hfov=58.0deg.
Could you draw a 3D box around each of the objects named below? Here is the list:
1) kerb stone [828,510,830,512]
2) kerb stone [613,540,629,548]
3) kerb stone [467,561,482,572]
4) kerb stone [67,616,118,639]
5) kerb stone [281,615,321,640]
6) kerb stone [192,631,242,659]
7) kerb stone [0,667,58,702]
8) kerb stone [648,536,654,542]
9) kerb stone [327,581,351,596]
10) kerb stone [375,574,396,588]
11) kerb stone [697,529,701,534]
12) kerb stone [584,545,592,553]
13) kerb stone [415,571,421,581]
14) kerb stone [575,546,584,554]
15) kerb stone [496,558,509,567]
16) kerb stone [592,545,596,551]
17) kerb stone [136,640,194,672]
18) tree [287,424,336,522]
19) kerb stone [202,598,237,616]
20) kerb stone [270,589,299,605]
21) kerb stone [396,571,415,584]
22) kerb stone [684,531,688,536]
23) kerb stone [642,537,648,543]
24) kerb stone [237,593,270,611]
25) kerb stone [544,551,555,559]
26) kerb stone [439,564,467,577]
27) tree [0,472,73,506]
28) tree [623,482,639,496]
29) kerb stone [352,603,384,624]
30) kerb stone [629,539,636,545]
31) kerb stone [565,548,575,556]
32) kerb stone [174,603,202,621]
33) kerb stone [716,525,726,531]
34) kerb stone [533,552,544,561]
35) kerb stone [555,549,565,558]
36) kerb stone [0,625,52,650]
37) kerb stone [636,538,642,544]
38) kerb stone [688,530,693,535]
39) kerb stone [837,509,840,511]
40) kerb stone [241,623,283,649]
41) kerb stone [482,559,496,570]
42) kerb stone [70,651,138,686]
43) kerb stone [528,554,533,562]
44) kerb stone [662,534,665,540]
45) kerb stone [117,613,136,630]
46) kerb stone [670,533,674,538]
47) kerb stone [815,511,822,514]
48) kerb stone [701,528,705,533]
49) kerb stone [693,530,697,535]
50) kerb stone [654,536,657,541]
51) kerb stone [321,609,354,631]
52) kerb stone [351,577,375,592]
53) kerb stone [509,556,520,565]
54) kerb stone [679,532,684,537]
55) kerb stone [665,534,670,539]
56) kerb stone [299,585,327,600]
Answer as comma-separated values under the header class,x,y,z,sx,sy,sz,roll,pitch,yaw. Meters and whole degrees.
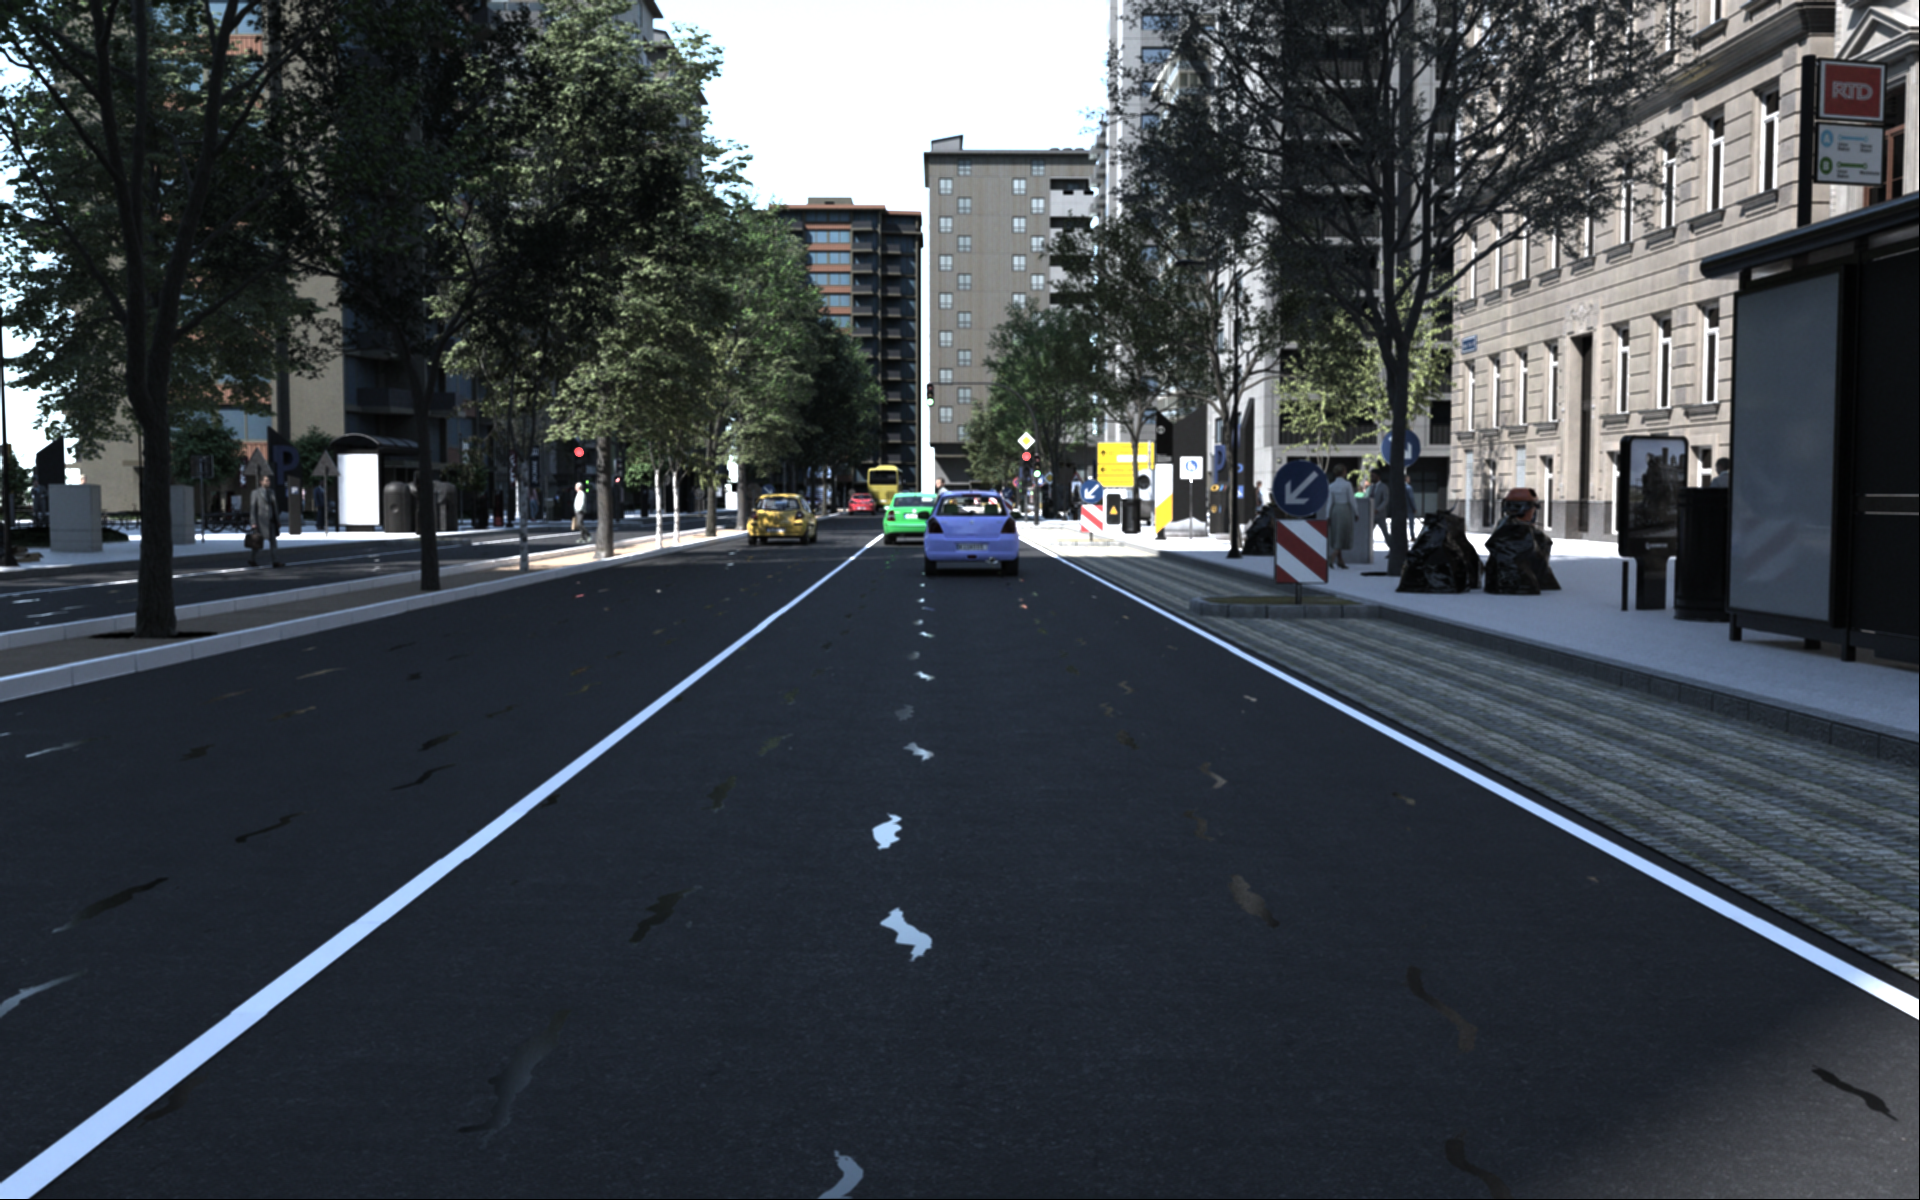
class,x,y,z,sx,sy,sz,roll,pitch,yaw
kerb stone,-10.472,-7.142,139.022,0.120,0.150,1.000,0,4,-1
kerb stone,-9.234,-1.528,47.175,0.120,0.150,1.000,0,4,-1
kerb stone,-9.021,-0.584,31.828,0.120,0.150,1.000,0,4,-1
kerb stone,-8.829,0.288,17.483,0.120,0.150,1.000,0,4,-1
kerb stone,-6.727,0.286,17.523,0.120,0.150,1.000,0,4,-1
kerb stone,-6.700,0.413,15.472,0.120,0.150,1.000,0,4,-1
kerb stone,-6.668,0.602,12.394,0.120,0.150,1.000,0,4,-1
kerb stone,-9.284,-1.778,51.272,0.120,0.150,1.000,0,4,-1
kerb stone,-8.932,-0.149,24.659,0.120,0.150,1.000,0,4,-1
kerb stone,-8.955,-0.276,26.713,0.120,0.150,1.000,0,4,-1
kerb stone,-9.426,-2.405,61.519,0.120,0.150,1.000,0,4,-1
kerb stone,-9.161,-1.214,42.059,0.120,0.150,1.000,0,4,-1
kerb stone,-8.987,-0.400,28.761,0.120,0.150,1.000,0,4,-1
kerb stone,-9.142,-1.152,41.034,0.120,0.150,1.000,0,4,-1
kerb stone,-9.050,-0.714,33.876,0.120,0.150,1.000,0,4,-1
kerb stone,-9.187,-1.278,43.083,0.120,0.150,1.000,0,4,-1
kerb stone,-6.686,0.475,14.450,0.120,0.150,1.000,0,4,-1
tree,-30.145,-5.956,81.093,4.285,4.588,4.351,0,3,0
kerb stone,-8.876,0.100,20.566,0.120,0.150,1.000,0,4,-1
kerb stone,-8.904,-0.022,22.614,0.120,0.150,1.000,0,4,-1
kerb stone,-8.977,-0.339,27.735,0.120,0.150,1.000,0,4,-1
kerb stone,-9.384,-2.217,58.443,0.120,0.150,1.000,0,4,-1
kerb stone,-9.279,-1.713,50.249,0.120,0.150,1.000,0,4,-1
kerb stone,-8.888,0.038,21.588,0.120,0.150,1.000,0,4,-1
kerb stone,-9.103,-0.962,37.964,0.120,0.150,1.000,0,4,-1
kerb stone,-9.016,-0.527,30.805,0.120,0.150,1.000,0,4,-1
tree,-73.250,-13.666,125.255,13.155,14.587,18.604,0,4,-4
tree,-28.340,-9.528,150.381,1.663,3.219,1.824,0,3,0
kerb stone,-6.755,0.161,19.568,0.120,0.150,1.000,0,4,-1
kerb stone,-9.250,-1.591,48.204,0.120,0.150,1.000,0,4,-1
kerb stone,-9.128,-1.090,40.010,0.120,0.150,1.000,0,4,-1
kerb stone,-8.862,0.162,19.544,0.120,0.150,1.000,0,4,-1
kerb stone,-9.516,-2.844,68.691,0.120,0.150,1.000,0,4,-1
kerb stone,-9.095,-0.902,36.941,0.120,0.150,1.000,0,4,-1
kerb stone,-9.122,-1.021,38.986,0.120,0.150,1.000,0,4,-1
kerb stone,-8.823,0.351,16.457,0.120,0.150,1.000,0,4,-1
kerb stone,-9.260,-1.653,49.227,0.120,0.150,1.000,0,4,-1
kerb stone,-9.396,-2.278,59.466,0.120,0.150,1.000,0,4,-1
kerb stone,-10.650,-7.955,152.340,0.120,0.150,1.000,0,4,-1
kerb stone,-6.722,0.353,16.501,0.120,0.150,1.000,0,4,-1
kerb stone,-9.044,-0.652,32.854,0.120,0.150,1.000,0,4,-1
kerb stone,-6.682,0.537,13.416,0.120,0.150,1.000,0,4,-1
kerb stone,-9.081,-0.839,35.920,0.120,0.150,1.000,0,4,-1
kerb stone,-9.315,-1.903,53.327,0.120,0.150,1.000,0,4,-1
kerb stone,-8.847,0.225,18.510,0.120,0.150,1.000,0,4,-1
kerb stone,-9.337,-2.027,55.372,0.120,0.150,1.000,0,4,-1
kerb stone,-10.288,-6.331,125.700,0.120,0.150,1.000,0,4,-1
kerb stone,-9.441,-2.468,62.547,0.120,0.150,1.000,0,4,-1
kerb stone,-9.422,-2.339,60.497,0.120,0.150,1.000,0,4,-1
kerb stone,-9.305,-1.839,52.294,0.120,0.150,1.000,0,4,-1
kerb stone,-6.745,0.223,18.544,0.120,0.150,1.000,0,4,-1
kerb stone,-8.940,-0.212,25.686,0.120,0.150,1.000,0,4,-1
kerb stone,-9.062,-0.775,34.898,0.120,0.150,1.000,0,4,-1
kerb stone,-9.376,-2.154,57.416,0.120,0.150,1.000,0,4,-1
kerb stone,-9.330,-1.967,54.350,0.120,0.150,1.000,0,4,-1
kerb stone,-8.918,-0.087,23.637,0.120,0.150,1.000,0,4,-1
